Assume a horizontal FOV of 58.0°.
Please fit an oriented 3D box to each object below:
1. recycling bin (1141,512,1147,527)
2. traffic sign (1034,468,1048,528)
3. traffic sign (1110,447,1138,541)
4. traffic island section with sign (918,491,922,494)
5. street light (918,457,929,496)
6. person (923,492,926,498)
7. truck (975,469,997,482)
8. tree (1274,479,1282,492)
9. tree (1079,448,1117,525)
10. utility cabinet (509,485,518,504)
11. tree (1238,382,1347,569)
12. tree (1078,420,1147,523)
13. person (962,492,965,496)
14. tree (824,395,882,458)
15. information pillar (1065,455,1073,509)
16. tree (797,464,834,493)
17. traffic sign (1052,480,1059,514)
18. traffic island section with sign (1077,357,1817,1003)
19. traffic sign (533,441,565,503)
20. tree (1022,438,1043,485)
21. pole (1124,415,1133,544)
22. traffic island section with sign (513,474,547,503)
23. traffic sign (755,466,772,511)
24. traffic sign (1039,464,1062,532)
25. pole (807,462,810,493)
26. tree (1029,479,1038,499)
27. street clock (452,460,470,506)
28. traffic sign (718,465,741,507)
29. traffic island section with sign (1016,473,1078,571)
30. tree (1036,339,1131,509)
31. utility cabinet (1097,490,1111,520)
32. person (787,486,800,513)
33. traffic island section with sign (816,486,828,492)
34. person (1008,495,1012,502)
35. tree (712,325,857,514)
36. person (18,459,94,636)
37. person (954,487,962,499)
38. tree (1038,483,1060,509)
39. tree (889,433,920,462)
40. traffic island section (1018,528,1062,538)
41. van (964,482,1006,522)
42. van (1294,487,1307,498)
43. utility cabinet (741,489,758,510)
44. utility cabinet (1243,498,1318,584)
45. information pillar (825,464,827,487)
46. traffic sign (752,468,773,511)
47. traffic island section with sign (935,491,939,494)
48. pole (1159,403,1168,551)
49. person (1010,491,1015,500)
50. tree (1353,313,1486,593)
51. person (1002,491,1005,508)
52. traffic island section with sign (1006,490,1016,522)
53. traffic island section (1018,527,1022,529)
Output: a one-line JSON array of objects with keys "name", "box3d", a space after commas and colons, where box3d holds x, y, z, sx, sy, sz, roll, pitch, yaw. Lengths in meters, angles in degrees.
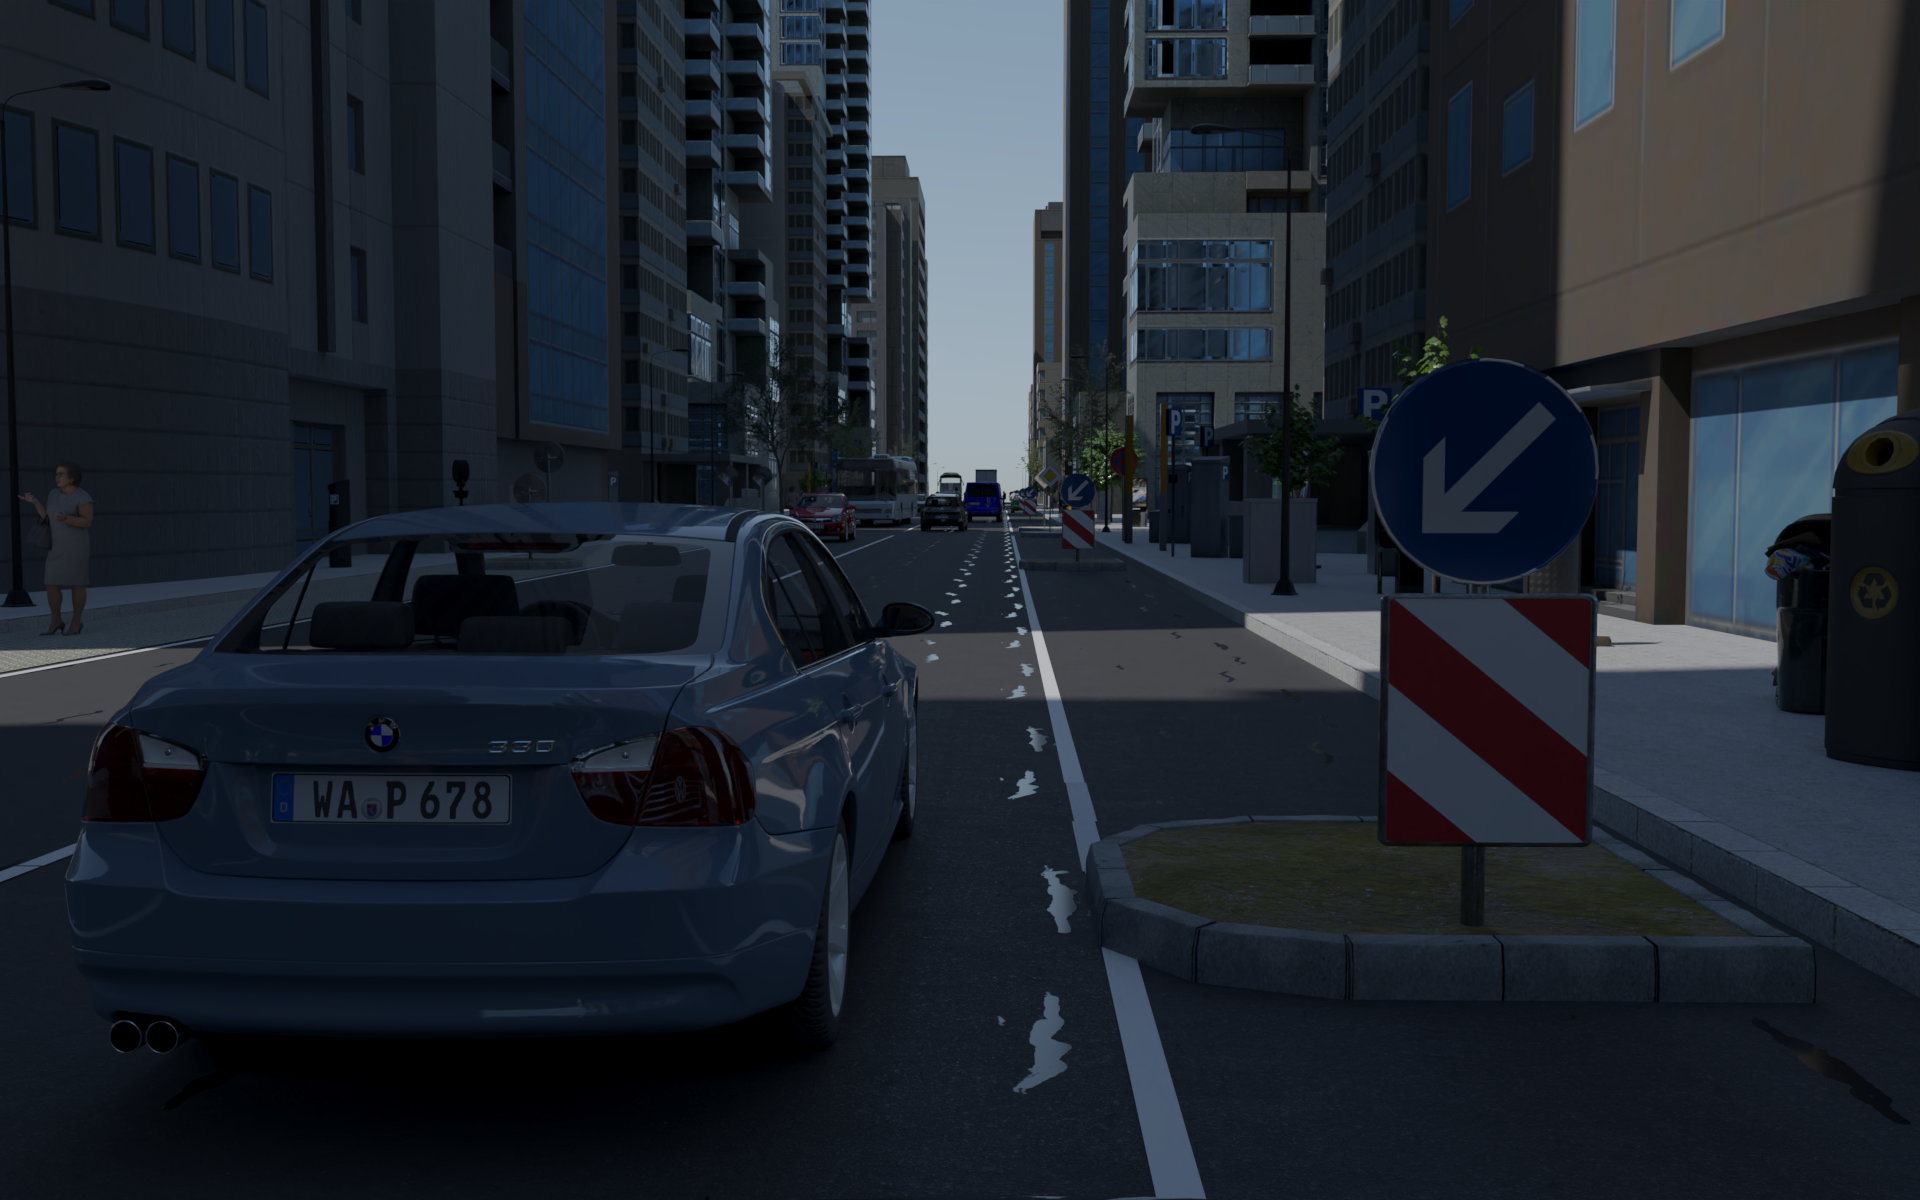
[{"name": "recycling bin", "box3d": [6.950, -3.423, 68.520, 0.722, 1.027, 0.722, 2, 4, 29]}, {"name": "traffic sign", "box3d": [3.221, -3.825, 66.177, 0.795, 2.450, 0.064, 0, 4, 1]}, {"name": "traffic sign", "box3d": [4.445, -2.871, 47.053, 0.768, 2.556, 0.104, 0, 4, 4]}, {"name": "traffic island section with sign", "box3d": [-4.506, -11.279, 193.032, 1.989, 1.847, 2.006, 0, 4, 1]}, {"name": "street light", "box3d": [-5.193, -15.503, 226.015, 1.470, 5.913, 1.316, 0, 4, 1]}, {"name": "person", "box3d": [-4.313, -11.830, 202.713, 0.721, 1.735, 1.217, -3, 4, -36]}, {"name": "truck", "box3d": [3.072, -12.984, 201.205, 2.839, 4.237, 11.283, 0, 4, 1]}, {"name": "tree", "box3d": [16.378, -6.148, 84.232, 4.285, 4.588, 4.351, 0, 3, 0]}, {"name": "tree", "box3d": [5.842, -4.788, 72.887, 1.663, 3.219, 1.824, 0, 3, 0]}, {"name": "utility cabinet", "box3d": [-9.931, -1.891, 39.594, 0.318, 1.500, 1.173, 1, 4, 9]}, {"name": "tree", "box3d": [5.877, -2.161, 29.936, 1.663, 3.219, 1.824, 0, 3, 0]}, {"name": "tree", "box3d": [6.702, -5.693, 76.797, 4.285, 4.588, 4.351, 0, 3, 0]}, {"name": "person", "box3d": [0.770, -17.257, 290.666, 1.348, 1.822, 0.705, 1, 4, 22]}, {"name": "tree", "box3d": [-8.190, -10.973, 129.776, 4.737, 8.622, 4.395, 0, 3, 0]}, {"name": "information pillar", "box3d": [6.385, -6.732, 101.429, 0.504, 3.616, 0.183, 1, 4, 20]}, {"name": "tree", "box3d": [-9.125, -7.083, 110.407, 1.663, 3.219, 1.824, 0, 3, 0]}, {"name": "traffic sign", "box3d": [6.078, -6.930, 113.404, 0.768, 2.556, 0.104, 0, 4, 3]}, {"name": "traffic island section with sign", "box3d": [1.444, 0.171, 5.840, 1.989, 1.847, 2.006, 0, 4, 1]}, {"name": "traffic sign", "box3d": [-9.875, -2.538, 41.609, 0.768, 2.556, 0.104, 0, 4, 5]}, {"name": "tree", "box3d": [9.858, -16.758, 224.355, 4.737, 8.622, 4.395, 0, 3, 0]}, {"name": "pole", "box3d": [4.374, -3.121, 44.870, 0.158, 3.312, 0.155, 0, 3, 0]}, {"name": "traffic island section with sign", "box3d": [-8.404, -1.519, 33.460, 1.989, 1.847, 2.006, 0, 4, 1]}, {"name": "traffic sign", "box3d": [-8.964, -4.832, 79.112, 0.768, 2.556, 0.104, 0, 4, 3]}, {"name": "traffic sign", "box3d": [3.027, -3.337, 58.195, 0.795, 2.450, 0.064, 0, 4, 1]}, {"name": "pole", "box3d": [-9.760, -7.214, 111.792, 0.158, 3.312, 0.155, 0, 3, 0]}, {"name": "tree", "box3d": [8.503, -12.067, 191.894, 1.663, 3.219, 1.824, 0, 3, 0]}, {"name": "street clock", "box3d": [-10.573, -1.967, 36.725, 0.358, 2.002, 0.471, -2, 4, -34]}, {"name": "traffic sign", "box3d": [-7.764, -3.354, 58.477, 0.795, 2.450, 0.064, 0, 4, 1]}, {"name": "traffic island section with sign", "box3d": [2.128, -1.509, 33.296, 1.989, 1.847, 2.006, 0, 4, 1]}, {"name": "tree", "box3d": [6.015, -8.063, 82.192, 4.360, 8.622, 3.978, 0, 3, 0]}, {"name": "utility cabinet", "box3d": [7.157, -4.733, 86.060, 0.318, 1.500, 1.173, -1, 4, -17]}, {"name": "person", "box3d": [-6.977, -3.951, 73.460, 0.716, 1.782, 0.532, 0, 4, 5]}, {"name": "traffic island section with sign", "box3d": [-7.058, -4.912, 88.945, 1.989, 1.847, 2.006, 0, 4, 1]}, {"name": "person", "box3d": [8.108, -15.938, 269.109, 1.348, 1.821, 0.705, -1, 4, -15]}, {"name": "tree", "box3d": [-9.695, -9.807, 94.765, 8.767, 10.594, 7.601, 0, 4, 4]}, {"name": "person", "box3d": [-9.115, -0.524, 17.426, 0.716, 1.782, 0.532, 1, 4, 14]}, {"name": "person", "box3d": [-0.128, -5.318, 95.626, 0.511, 1.800, 0.466, 0, 4, 6]}, {"name": "tree", "box3d": [8.215, -9.835, 155.397, 1.663, 3.219, 1.824, 0, 3, 0]}, {"name": "tree", "box3d": [-6.659, -15.389, 201.971, 4.360, 8.622, 3.978, 0, 3, 0]}, {"name": "traffic island section", "box3d": [3.051, -2.201, 58.271, 2.009, 0.180, 2.903, 0, 4, 1]}, {"name": "van", "box3d": [1.239, -5.213, 89.624, 2.240, 2.365, 5.245, 0, 4, 3]}, {"name": "van", "box3d": [14.147, -3.410, 62.768, 4.112, 2.044, 2.013, 0, 4, 1]}, {"name": "utility cabinet", "box3d": [-9.059, -4.045, 74.807, 0.318, 1.500, 1.173, 1, 4, 16]}, {"name": "utility cabinet", "box3d": [4.609, -0.845, 24.976, 1.020, 1.237, 0.306, -1, 4, -10]}, {"name": "information pillar", "box3d": [-10.361, -8.731, 134.098, 0.183, 3.616, 0.504, -1, 4, -8]}, {"name": "traffic sign", "box3d": [-7.569, -3.842, 66.460, 0.795, 2.450, 0.064, 0, 4, 1]}, {"name": "traffic island section with sign", "box3d": [-2.496, -16.350, 275.944, 1.989, 1.847, 2.006, 0, 4, 1]}, {"name": "pole", "box3d": [4.584, -2.764, 39.036, 0.158, 3.312, 0.155, 0, 3, 0]}, {"name": "person", "box3d": [4.550, -8.270, 144.648, 0.436, 1.711, 0.756, -3, 5, -44]}, {"name": "tree", "box3d": [5.148, -1.469, 18.618, 1.663, 3.219, 1.824, 0, 3, 0]}, {"name": "person", "box3d": [4.279, -10.001, 172.699, 0.721, 1.739, 1.217, 2, 4, 27]}, {"name": "traffic island section with sign", "box3d": [3.470, -4.888, 88.554, 1.989, 1.847, 2.006, 0, 4, 1]}, {"name": "traffic island section", "box3d": [3.245, -2.689, 66.254, 2.009, 0.180, 2.903, 0, 4, 1]}]
